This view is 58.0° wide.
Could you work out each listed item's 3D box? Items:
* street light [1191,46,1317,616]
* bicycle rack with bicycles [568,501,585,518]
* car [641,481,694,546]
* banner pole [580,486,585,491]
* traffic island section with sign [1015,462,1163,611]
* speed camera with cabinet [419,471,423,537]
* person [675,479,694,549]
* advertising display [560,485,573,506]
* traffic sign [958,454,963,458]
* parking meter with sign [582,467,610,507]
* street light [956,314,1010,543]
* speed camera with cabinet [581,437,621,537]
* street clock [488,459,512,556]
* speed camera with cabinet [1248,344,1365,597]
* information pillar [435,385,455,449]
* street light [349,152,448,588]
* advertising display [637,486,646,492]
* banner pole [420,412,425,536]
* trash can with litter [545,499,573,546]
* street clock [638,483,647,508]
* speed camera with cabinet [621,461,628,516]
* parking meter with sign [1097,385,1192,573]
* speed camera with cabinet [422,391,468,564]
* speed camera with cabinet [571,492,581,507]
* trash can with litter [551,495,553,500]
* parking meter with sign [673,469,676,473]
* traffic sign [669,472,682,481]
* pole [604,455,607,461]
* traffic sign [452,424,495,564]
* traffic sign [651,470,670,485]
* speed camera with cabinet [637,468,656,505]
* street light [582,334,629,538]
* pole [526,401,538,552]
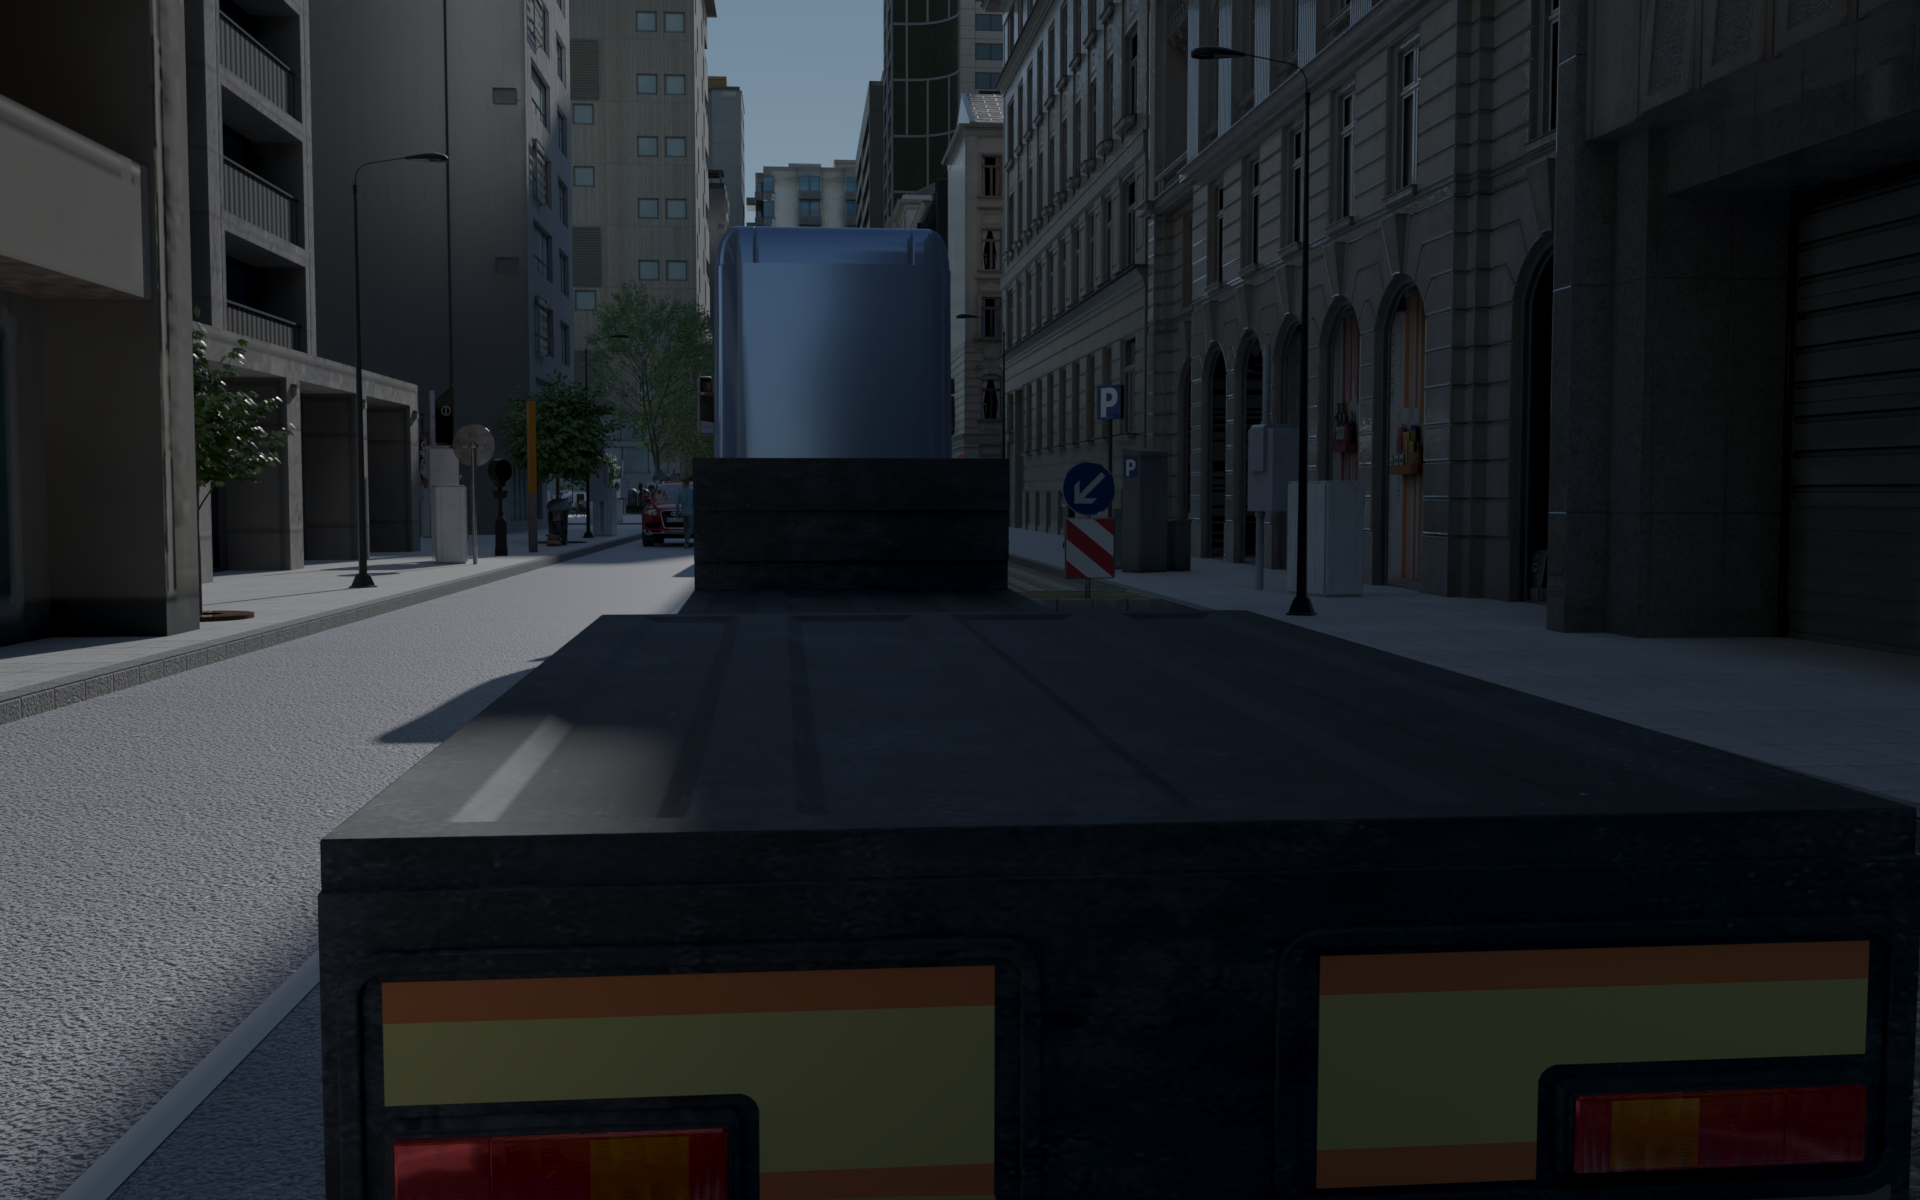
[{"bbox_3d":[3.087,-2.791,18.173,1.470,5.913,1.316,0,4,-5],"label":"street light"},{"bbox_3d":[-22.157,-5.003,95.176,2.852,0.926,2.925,-2,4,-32],"label":"bicycle rack with bicycles"},{"bbox_3d":[-7.821,-2.474,49.116,2.281,1.827,5.304,0,4,-5],"label":"car"},{"bbox_3d":[-30.463,-9.179,140.090,0.401,3.779,0.863,2,4,28],"label":"banner pole"},{"bbox_3d":[1.399,-0.812,21.912,1.989,1.847,2.006,0,4,-5],"label":"traffic island section with sign"},{"bbox_3d":[-15.665,-3.453,50.797,0.660,3.252,2.038,2,4,28],"label":"speed camera with cabinet"},{"bbox_3d":[-7.238,-2.286,45.739,0.638,1.841,0.748,1,4,18],"label":"person"},{"bbox_3d":[-28.197,-7.275,124.165,0.974,1.923,0.123,1,4,14],"label":"advertising display"},{"bbox_3d":[0.013,-3.427,56.029,0.884,2.594,0.081,0,4,-2],"label":"traffic sign"},{"bbox_3d":[-23.718,-7.127,112.782,1.738,3.016,0.543,0,4,3],"label":"parking meter with sign"},{"bbox_3d":[0.596,-4.422,44.840,1.470,5.913,1.316,0,4,-5],"label":"street light"},{"bbox_3d":[-10.850,-3.548,52.353,0.660,3.252,2.038,0,4,-1],"label":"speed camera with cabinet"},{"bbox_3d":[-9.505,-1.912,35.831,0.358,2.002,0.471,2,4,33],"label":"street clock"},{"bbox_3d":[4.456,-1.716,22.386,0.660,3.252,2.038,-1,4,-19],"label":"speed camera with cabinet"},{"bbox_3d":[-11.080,-2.806,37.225,0.504,3.616,0.183,0,4,5],"label":"information pillar"},{"bbox_3d":[-7.662,-3.127,23.668,1.470,5.913,1.316,0,4,-5],"label":"street light"},{"bbox_3d":[-26.000,-8.319,141.226,0.974,1.923,0.123,3,5,42],"label":"advertising display"},{"bbox_3d":[-16.534,-3.829,52.622,0.863,3.779,0.401,-2,4,-35],"label":"banner pole"},{"bbox_3d":[-9.927,-1.924,42.838,0.624,1.170,1.055,0,4,-6],"label":"trash can with litter"},{"bbox_3d":[-21.208,-6.756,115.038,0.358,2.002,0.471,0,4,1],"label":"street clock"},{"bbox_3d":[-20.450,-6.612,102.436,2.038,3.252,0.660,3,5,45],"label":"speed camera with cabinet"},{"bbox_3d":[3.056,-1.963,28.348,1.738,3.016,0.543,-3,4,-39],"label":"parking meter with sign"},{"bbox_3d":[-9.675,-2.342,32.622,0.660,3.252,2.038,-1,4,-21],"label":"speed camera with cabinet"},{"bbox_3d":[-27.493,-8.120,127.091,2.038,3.252,0.660,-3,5,-41],"label":"speed camera with cabinet"},{"bbox_3d":[-30.662,-7.212,128.972,2.233,1.210,1.678,-1,4,-23],"label":"trash can with litter"},{"bbox_3d":[-19.099,-7.625,120.925,1.738,3.016,0.543,0,4,-1],"label":"parking meter with sign"},{"bbox_3d":[-12.985,-4.590,78.695,0.795,2.450,0.064,0,4,-5],"label":"traffic sign"},{"bbox_3d":[-18.707,-5.967,91.407,0.158,3.312,0.155,0,3,0],"label":"pole"},{"bbox_3d":[-8.849,-1.922,31.529,0.768,2.556,0.104,0,4,-1],"label":"traffic sign"},{"bbox_3d":[-12.233,-4.104,70.746,0.795,2.450,0.064,0,4,-5],"label":"traffic sign"},{"bbox_3d":[-24.176,-8.439,132.315,2.038,3.252,0.660,0,4,5],"label":"speed camera with cabinet"},{"bbox_3d":[-10.287,-4.757,50.322,1.470,5.913,1.316,0,4,-5],"label":"street light"},{"bbox_3d":[-9.400,-2.703,38.040,0.158,3.312,0.155,0,3,0],"label":"pole"}]
